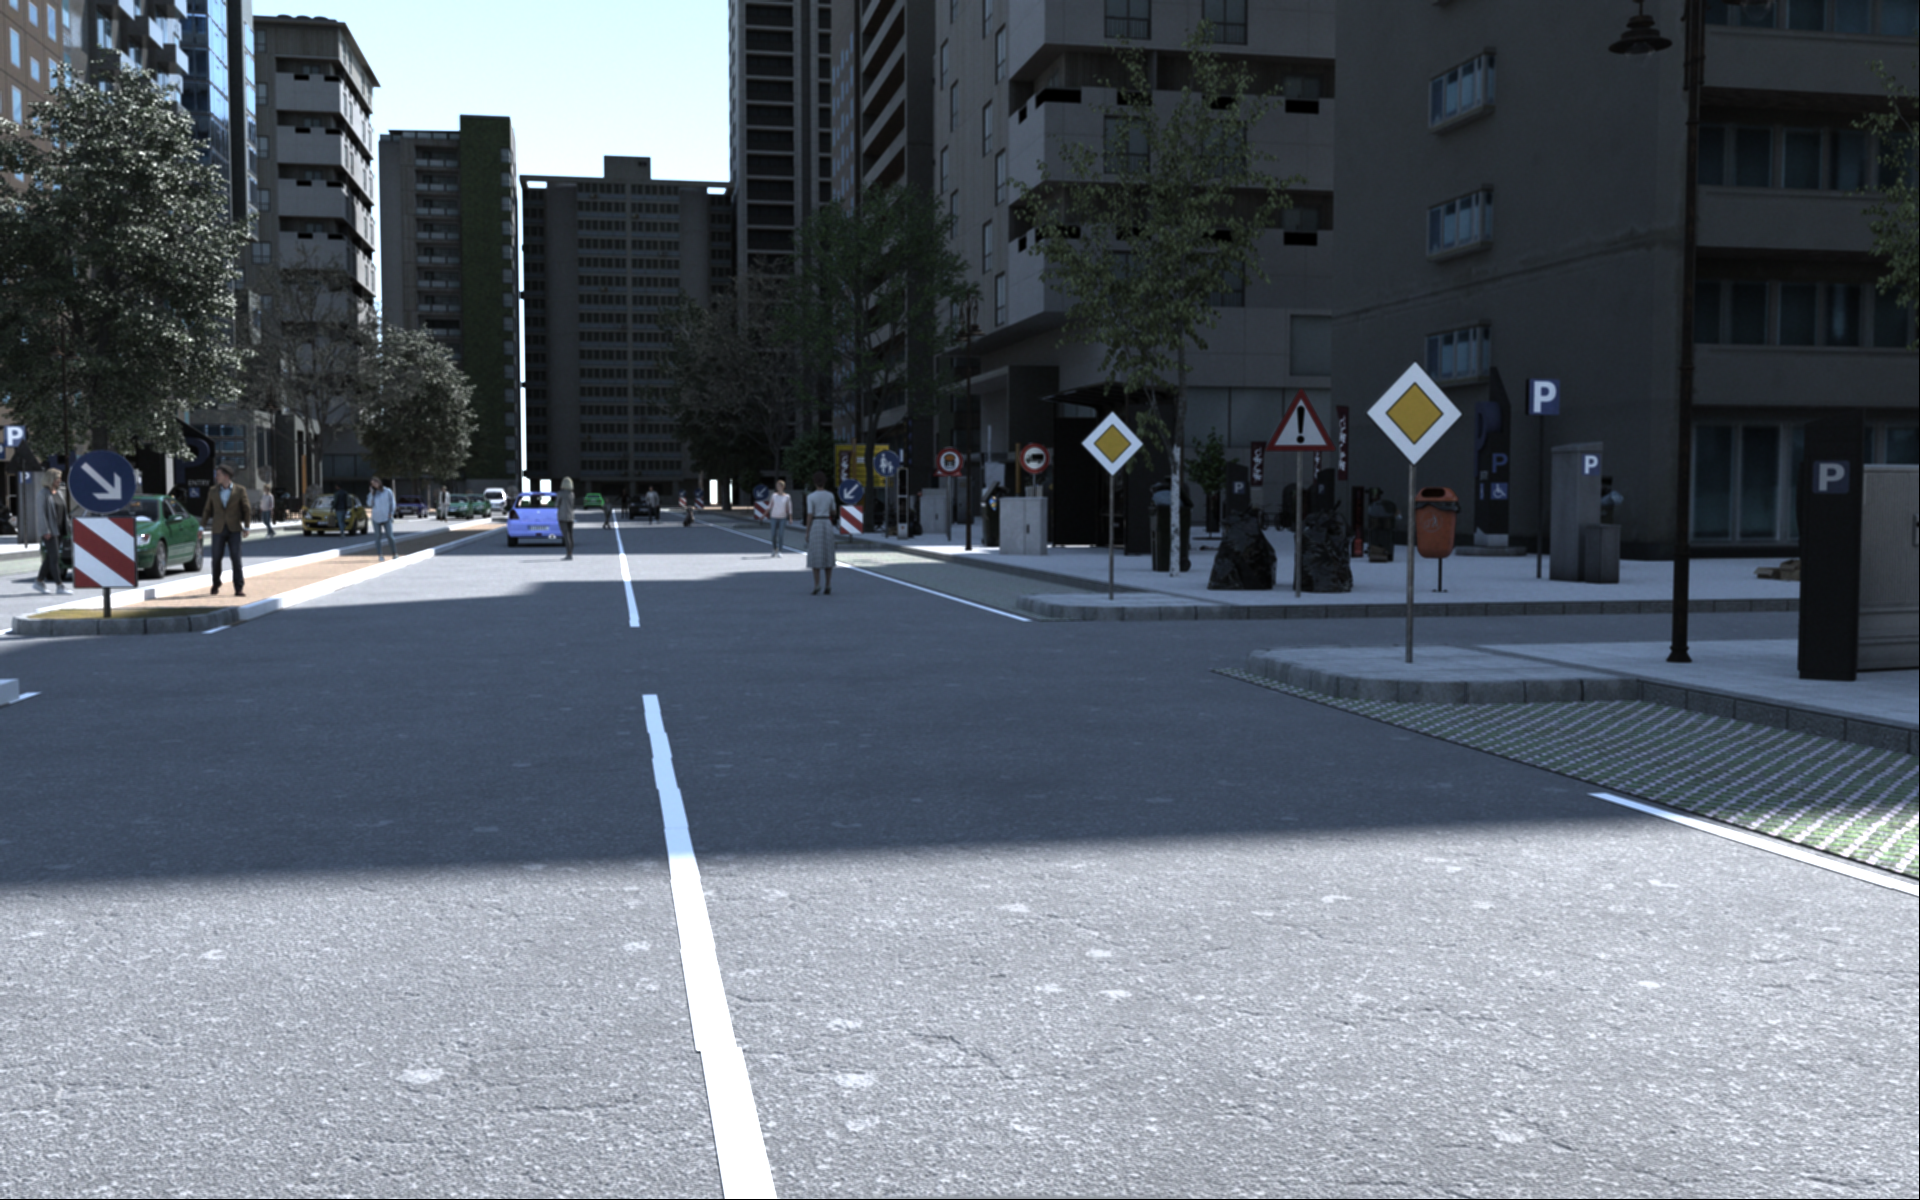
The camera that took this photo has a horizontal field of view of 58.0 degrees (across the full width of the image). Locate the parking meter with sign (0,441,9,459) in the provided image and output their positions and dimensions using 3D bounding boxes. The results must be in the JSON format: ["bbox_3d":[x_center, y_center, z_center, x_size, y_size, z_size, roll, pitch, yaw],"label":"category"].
[{"bbox_3d":[-33.643,-3.885,59.787,1.738,3.016,0.543,2,4,34],"label":"parking meter with sign"}]

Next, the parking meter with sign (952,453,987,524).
[{"bbox_3d":[0.231,-4.736,73.699,1.738,3.016,0.543,1,4,14],"label":"parking meter with sign"}]

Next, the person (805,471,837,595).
[{"bbox_3d":[-2.002,-0.958,24.730,0.480,1.755,0.524,-2,4,-28],"label":"person"}]

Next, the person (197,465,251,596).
[{"bbox_3d":[-10.318,-0.971,24.283,0.656,1.842,0.836,-3,5,-45],"label":"person"}]

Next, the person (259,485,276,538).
[{"bbox_3d":[-22.609,-2.901,56.602,0.731,1.740,0.598,1,4,20],"label":"person"}]

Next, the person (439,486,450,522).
[{"bbox_3d":[-26.363,-4.901,88.501,0.514,1.842,0.818,-2,4,-28],"label":"person"}]

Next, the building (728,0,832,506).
[{"bbox_3d":[-15.738,-46.614,200.397,20.611,71.187,20.563,-1,4,-11],"label":"building"}]

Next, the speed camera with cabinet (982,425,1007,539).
[{"bbox_3d":[0.982,-3.353,49.161,0.660,3.252,2.038,0,4,5],"label":"speed camera with cabinet"}]

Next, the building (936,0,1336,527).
[{"bbox_3d":[14.389,-30.133,81.914,28.713,52.752,27.495,-1,4,-11],"label":"building"}]

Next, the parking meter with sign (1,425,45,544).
[{"bbox_3d":[-24.005,-2.971,44.837,0.543,3.016,1.738,0,4,-3],"label":"parking meter with sign"}]

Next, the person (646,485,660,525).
[{"bbox_3d":[-14.442,-4.470,81.425,0.661,1.843,0.795,1,4,12],"label":"person"}]

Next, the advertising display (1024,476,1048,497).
[{"bbox_3d":[2.687,-3.439,61.444,0.974,1.923,0.123,3,5,41],"label":"advertising display"}]

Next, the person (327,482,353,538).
[{"bbox_3d":[-20.313,-2.947,56.670,0.794,1.824,0.713,-3,5,-42],"label":"person"}]

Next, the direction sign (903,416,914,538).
[{"bbox_3d":[-1.524,-3.587,50.643,0.379,3.537,0.876,-1,4,-18],"label":"direction sign"}]

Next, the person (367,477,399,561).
[{"bbox_3d":[-12.262,-1.717,36.844,0.793,1.790,0.793,-3,5,-41],"label":"person"}]

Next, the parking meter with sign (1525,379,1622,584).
[{"bbox_3d":[9.067,-1.790,25.520,0.543,3.016,1.738,-1,4,-17],"label":"parking meter with sign"}]

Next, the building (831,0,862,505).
[{"bbox_3d":[-2.663,-30.018,140.906,14.600,45.320,14.200,-1,4,-11],"label":"building"}]

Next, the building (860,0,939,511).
[{"bbox_3d":[4.939,-30.606,124.112,21.300,48.544,21.600,-1,4,-11],"label":"building"}]

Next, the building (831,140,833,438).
[{"bbox_3d":[-4.734,-28.840,155.135,14.154,41.232,14.086,-1,4,-11],"label":"building"}]

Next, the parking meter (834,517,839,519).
[{"bbox_3d":[-6.191,-4.840,87.550,0.372,1.533,0.369,0,3,0],"label":"parking meter"}]

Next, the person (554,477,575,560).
[{"bbox_3d":[-8.621,-1.771,37.636,0.526,1.800,0.537,3,5,40],"label":"person"}]

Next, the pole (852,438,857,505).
[{"bbox_3d":[-3.831,-4.221,62.862,0.158,3.312,0.155,0,3,0],"label":"pole"}]

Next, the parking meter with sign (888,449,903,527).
[{"bbox_3d":[-2.422,-4.336,67.146,0.543,3.016,1.738,-1,4,-21],"label":"parking meter with sign"}]

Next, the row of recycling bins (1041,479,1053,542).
[{"bbox_3d":[3.731,-2.370,45.862,3.534,1.692,1.069,1,4,22],"label":"row of recycling bins"}]

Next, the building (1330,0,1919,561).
[{"bbox_3d":[21.338,-25.715,44.150,21.600,48.544,21.300,-1,4,-11],"label":"building"}]

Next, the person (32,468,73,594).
[{"bbox_3d":[-12.996,-0.991,24.879,0.728,1.800,0.709,1,4,11],"label":"person"}]

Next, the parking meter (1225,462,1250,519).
[{"bbox_3d":[5.005,-1.561,31.234,0.399,1.863,0.255,0,4,-5],"label":"parking meter"}]

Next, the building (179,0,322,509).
[{"bbox_3d":[-69.442,-50.405,136.801,31.000,86.520,22.319,-1,4,-11],"label":"building"}]

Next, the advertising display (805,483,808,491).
[{"bbox_3d":[-8.305,-5.477,94.755,0.123,1.923,0.974,-1,4,-20],"label":"advertising display"}]

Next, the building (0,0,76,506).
[{"bbox_3d":[-48.577,-25.998,75.172,14.600,45.320,14.200,-1,4,-11],"label":"building"}]

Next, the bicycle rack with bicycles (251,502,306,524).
[{"bbox_3d":[-30.964,-3.962,78.167,2.925,0.926,2.852,3,4,37],"label":"bicycle rack with bicycles"}]

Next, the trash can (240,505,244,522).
[{"bbox_3d":[-33.007,-4.127,79.128,0.748,1.137,0.748,0,3,0],"label":"trash can"}]

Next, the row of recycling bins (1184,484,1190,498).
[{"bbox_3d":[6.332,-2.930,55.023,1.069,1.692,3.534,2,4,29],"label":"row of recycling bins"}]

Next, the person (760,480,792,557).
[{"bbox_3d":[-4.188,-1.851,39.428,0.731,1.740,0.598,0,4,-5],"label":"person"}]

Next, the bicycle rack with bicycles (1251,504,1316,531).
[{"bbox_3d":[11.692,-2.907,60.911,2.852,0.926,2.925,0,4,-7],"label":"bicycle rack with bicycles"}]

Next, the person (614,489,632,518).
[{"bbox_3d":[-19.959,-5.742,102.911,1.217,1.766,0.721,0,4,6],"label":"person"}]

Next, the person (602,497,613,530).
[{"bbox_3d":[-14.276,-3.513,70.203,0.640,1.303,0.475,3,4,36],"label":"person"}]

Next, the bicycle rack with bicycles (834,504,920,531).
[{"bbox_3d":[-2.681,-2.903,60.839,2.925,0.926,2.852,1,4,14],"label":"bicycle rack with bicycles"}]

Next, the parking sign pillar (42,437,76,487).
[{"bbox_3d":[-35.652,-4.907,68.704,1.447,3.967,1.447,2,4,34],"label":"parking sign pillar"}]

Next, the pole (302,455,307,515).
[{"bbox_3d":[-34.264,-5.914,90.529,0.158,3.312,0.155,0,3,0],"label":"pole"}]

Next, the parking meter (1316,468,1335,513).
[{"bbox_3d":[8.329,-2.068,39.519,0.255,1.863,0.399,-2,4,-28],"label":"parking meter"}]

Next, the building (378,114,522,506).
[{"bbox_3d":[-55.509,-30.931,189.311,14.086,41.232,14.154,-1,4,-11],"label":"building"}]

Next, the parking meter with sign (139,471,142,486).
[{"bbox_3d":[-27.750,-3.770,57.901,1.738,3.016,0.543,-1,4,-11],"label":"parking meter with sign"}]

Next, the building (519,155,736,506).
[{"bbox_3d":[-38.570,-31.177,201.630,23.993,40.220,32.217,-1,4,-11],"label":"building"}]

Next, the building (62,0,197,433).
[{"bbox_3d":[-58.359,-29.399,100.284,23.786,49.044,30.456,-1,4,-11],"label":"building"}]

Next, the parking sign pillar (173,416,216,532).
[{"bbox_3d":[-26.303,-4.347,59.542,1.447,3.967,1.447,-1,4,-13],"label":"parking sign pillar"}]

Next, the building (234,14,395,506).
[{"bbox_3d":[-77.512,-36.849,191.724,27.495,52.752,28.713,-1,4,-11],"label":"building"}]

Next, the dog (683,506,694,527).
[{"bbox_3d":[-11.971,-3.648,76.486,0.513,0.831,0.800,0,4,7],"label":"dog"}]

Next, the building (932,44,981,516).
[{"bbox_3d":[5.201,-20.447,106.011,14.160,30.474,14.107,-1,4,-11],"label":"building"}]

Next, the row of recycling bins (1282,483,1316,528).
[{"bbox_3d":[14.069,-3.605,66.056,3.534,1.692,1.069,0,4,-6],"label":"row of recycling bins"}]

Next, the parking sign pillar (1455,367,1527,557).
[{"bbox_3d":[11.101,-2.914,36.121,1.447,3.967,1.447,0,4,4],"label":"parking sign pillar"}]

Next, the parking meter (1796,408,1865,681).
[{"bbox_3d":[6.011,-0.384,11.992,0.399,1.863,0.255,2,4,31],"label":"parking meter"}]
